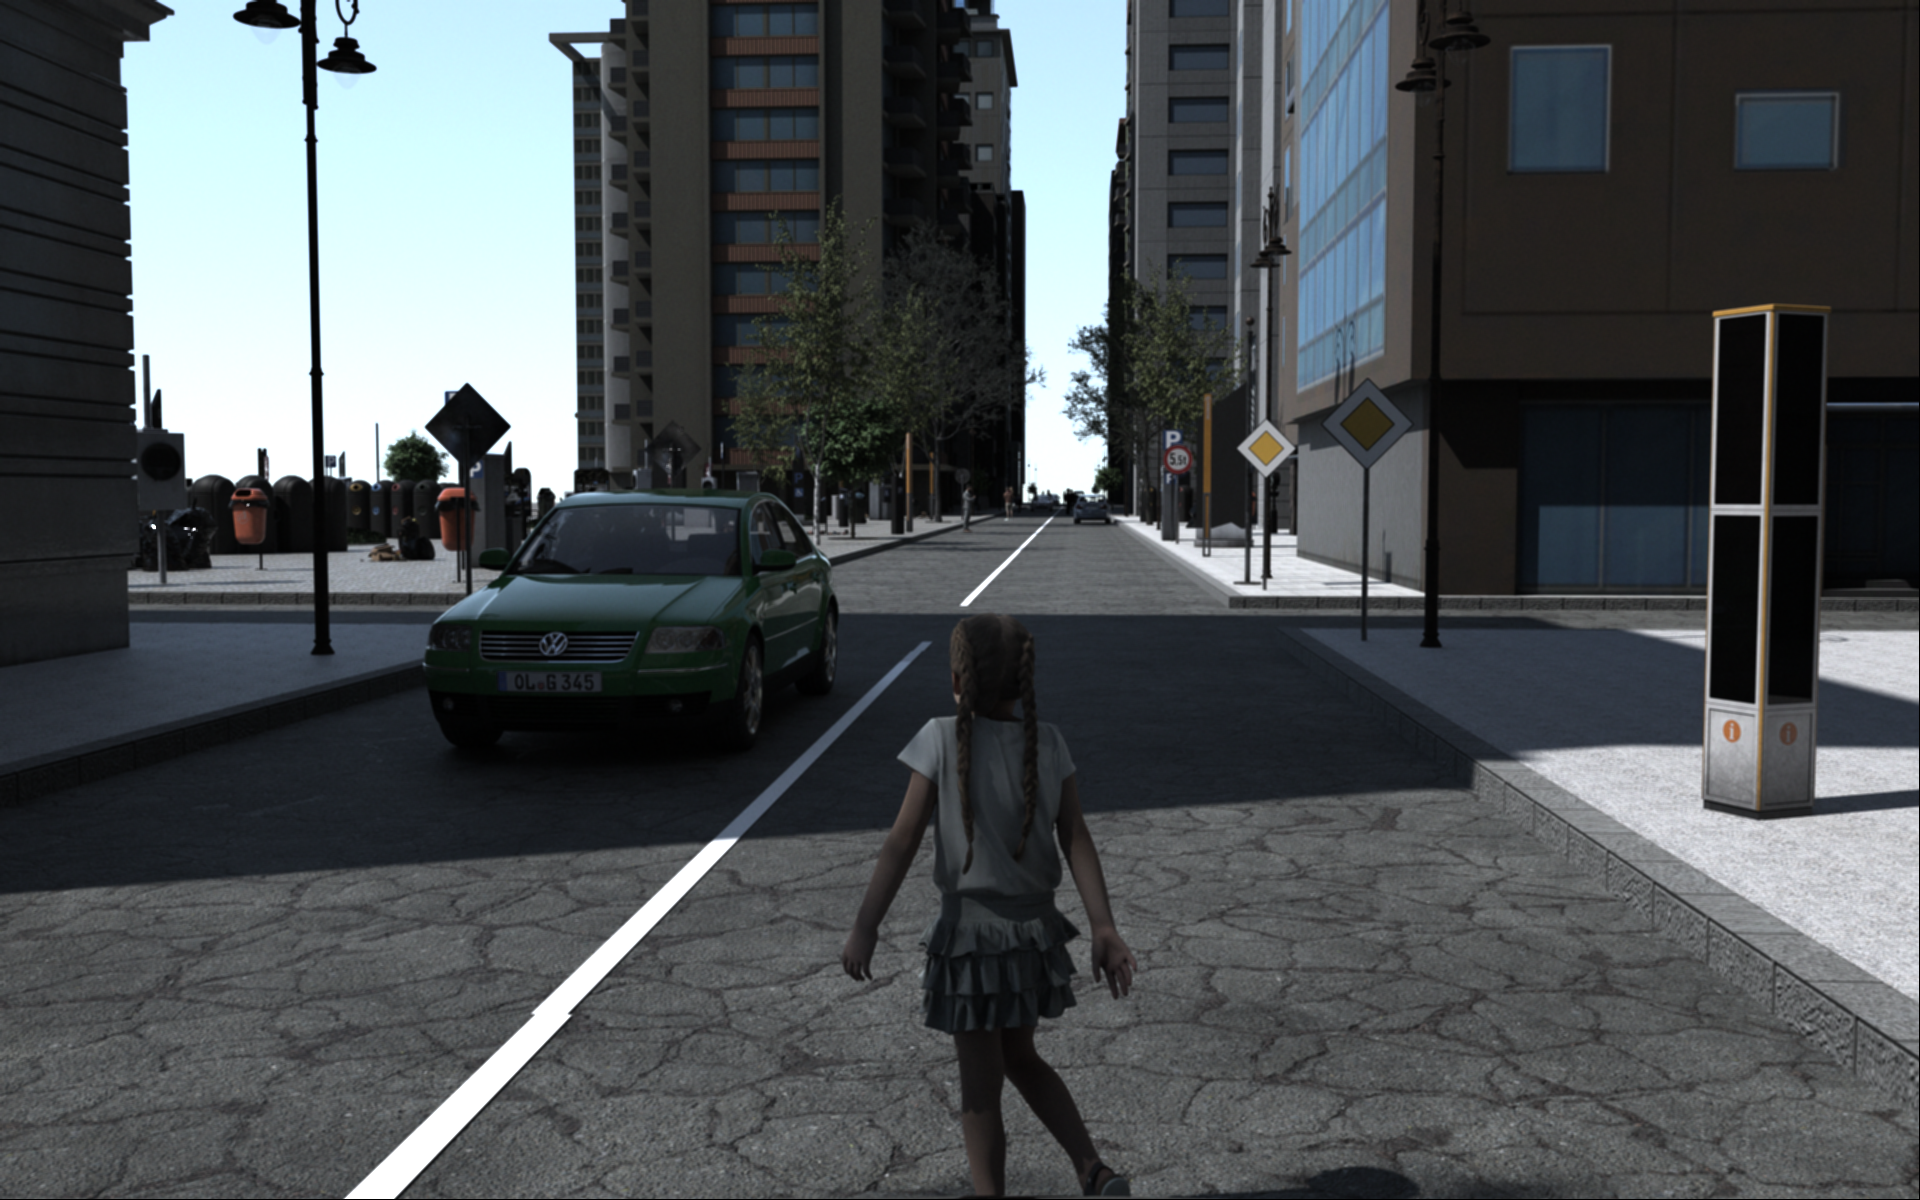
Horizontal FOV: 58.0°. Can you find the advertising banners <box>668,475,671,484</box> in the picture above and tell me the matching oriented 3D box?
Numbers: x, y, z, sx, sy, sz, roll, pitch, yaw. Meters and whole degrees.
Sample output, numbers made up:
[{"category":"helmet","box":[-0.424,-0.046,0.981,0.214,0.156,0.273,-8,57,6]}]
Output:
[{"category":"advertising banners","box":[-8.111,-3.126,47.297,0.090,3.025,2.074,-2,4,-24]}]

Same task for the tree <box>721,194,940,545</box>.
[{"category":"tree","box":[-3.532,-5.691,43.411,4.737,8.622,4.395,0,3,0]}]

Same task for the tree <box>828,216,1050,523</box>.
[{"category":"tree","box":[-1.127,-10.232,77.668,12.009,13.543,11.850,0,3,0]}]

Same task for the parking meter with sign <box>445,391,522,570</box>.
[{"category":"parking meter with sign","box":[-8.227,-2.070,30.098,0.543,3.016,1.738,1,4,14]}]

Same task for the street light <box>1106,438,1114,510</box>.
[{"category":"street light","box":[12.126,-10.098,137.888,0.468,5.910,1.993,0,4,4]}]

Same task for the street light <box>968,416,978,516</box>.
[{"category":"street light","box":[0.752,-7.802,100.349,0.468,5.910,1.993,0,4,4]}]

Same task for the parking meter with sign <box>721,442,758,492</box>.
[{"category":"parking meter with sign","box":[-7.206,-3.828,58.853,1.738,3.016,0.543,-1,4,-13]}]

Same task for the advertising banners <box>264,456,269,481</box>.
[{"category":"advertising banners","box":[-32.490,-5.152,80.421,0.090,3.025,2.074,-3,5,-44]}]

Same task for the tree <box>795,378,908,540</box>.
[{"category":"tree","box":[-3.107,-4.006,49.220,4.285,4.588,4.351,0,3,0]}]

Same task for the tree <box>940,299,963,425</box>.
[{"category":"tree","box":[-2.020,-6.779,61.205,4.737,8.622,4.395,0,3,0]}]

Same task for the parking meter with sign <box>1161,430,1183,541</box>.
[{"category":"parking meter with sign","box":[5.813,-3.155,47.850,0.543,3.016,1.738,0,4,3]}]

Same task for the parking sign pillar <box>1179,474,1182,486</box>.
[{"category":"parking sign pillar","box":[12.302,-6.656,97.292,1.447,3.967,1.447,-2,4,-30]}]

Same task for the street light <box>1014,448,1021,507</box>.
[{"category":"street light","box":[5.521,-12.169,171.751,0.468,5.910,1.993,0,4,4]}]

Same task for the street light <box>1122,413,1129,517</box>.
[{"category":"street light","box":[9.783,-7.924,102.342,0.468,5.910,1.993,0,4,4]}]

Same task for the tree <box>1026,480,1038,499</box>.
[{"category":"tree","box":[9.970,-14.914,238.441,1.663,3.219,1.824,0,3,0]}]

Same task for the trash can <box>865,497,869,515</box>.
[{"category":"trash can","box":[-5.031,-5.143,95.749,0.748,1.137,0.748,0,3,0]}]

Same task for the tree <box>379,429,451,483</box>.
[{"category":"tree","box":[-26.807,-6.187,84.866,4.285,4.588,4.351,0,3,0]}]

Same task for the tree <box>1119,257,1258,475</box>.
[{"category":"tree","box":[6.753,-6.319,53.685,4.737,8.622,4.395,0,3,0]}]

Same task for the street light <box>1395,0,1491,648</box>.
[{"category":"street light","box":[3.956,-2.544,14.375,0.468,5.910,1.993,0,4,4]}]

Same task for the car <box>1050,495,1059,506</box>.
[{"category":"car","box":[11.393,-12.425,215.513,2.083,1.381,4.827,0,4,5]}]

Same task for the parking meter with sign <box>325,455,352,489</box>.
[{"category":"parking meter with sign","box":[-27.616,-4.973,77.574,1.738,3.016,0.543,2,4,32]}]

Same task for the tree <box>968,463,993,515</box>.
[{"category":"tree","box":[1.256,-6.887,107.198,1.663,3.219,1.824,0,3,0]}]

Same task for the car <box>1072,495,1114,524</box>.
[{"category":"car","box":[6.454,-4.419,84.261,2.014,1.417,4.499,0,4,6]}]

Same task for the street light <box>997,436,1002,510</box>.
[{"category":"street light","box":[3.138,-9.995,136.208,0.468,5.910,1.993,0,4,4]}]

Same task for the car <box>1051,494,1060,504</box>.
[{"category":"car","box":[13.776,-14.906,255.505,2.131,1.459,4.920,0,4,2]}]

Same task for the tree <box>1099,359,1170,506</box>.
[{"category":"tree","box":[9.377,-8.608,91.100,4.360,8.622,3.978,0,3,0]}]

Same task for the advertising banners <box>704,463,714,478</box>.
[{"category":"advertising banners","box":[-14.859,-6.191,97.413,2.074,3.025,0.090,0,4,7]}]

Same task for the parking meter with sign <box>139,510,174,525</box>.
[{"category":"parking meter with sign","box":[-18.671,-2.632,39.293,1.738,3.016,0.543,-3,5,-40]}]

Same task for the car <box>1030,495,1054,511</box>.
[{"category":"car","box":[6.915,-8.207,146.546,2.083,1.381,4.827,0,4,3]}]

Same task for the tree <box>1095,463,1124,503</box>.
[{"category":"tree","box":[15.617,-12.132,182.070,4.285,4.588,4.351,0,3,0]}]

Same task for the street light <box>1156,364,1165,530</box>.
[{"category":"street light","box":[7.116,-5.448,61.860,0.468,5.910,1.993,0,4,4]}]

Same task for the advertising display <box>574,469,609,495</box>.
[{"category":"advertising display","box":[-9.663,-2.462,45.473,0.974,1.923,0.123,-3,5,-41]}]

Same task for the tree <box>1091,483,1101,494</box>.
[{"category":"tree","box":[20.013,-15.853,253.804,1.663,3.219,1.824,0,3,0]}]

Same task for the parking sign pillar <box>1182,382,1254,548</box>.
[{"category":"parking sign pillar","box":[6.391,-3.264,41.842,1.447,3.967,1.447,2,4,31]}]

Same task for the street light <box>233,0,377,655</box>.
[{"category":"street light","box":[-5.114,-2.503,13.719,0.468,5.910,1.993,0,4,4]}]

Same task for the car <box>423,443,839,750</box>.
[{"category":"car","box":[-1.911,-0.144,11.145,1.959,1.807,4.718,0,4,5]}]

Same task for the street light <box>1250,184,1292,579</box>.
[{"category":"street light","box":[4.672,-3.267,26.201,0.468,5.910,1.993,0,4,4]}]

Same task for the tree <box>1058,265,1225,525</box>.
[{"category":"tree","box":[7.499,-8.371,71.286,7.601,10.594,8.767,0,4,8]}]

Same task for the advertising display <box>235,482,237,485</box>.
[{"category":"advertising display","box":[-38.446,-5.380,93.175,0.974,1.923,0.123,-3,5,-39]}]

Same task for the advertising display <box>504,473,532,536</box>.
[{"category":"advertising display","box":[-13.623,-2.936,53.217,0.123,1.923,0.974,3,5,45]}]

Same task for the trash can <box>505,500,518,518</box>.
[{"category":"trash can","box":[-10.276,-1.658,38.763,0.748,1.137,0.748,0,3,0]}]

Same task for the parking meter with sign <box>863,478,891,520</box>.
[{"category":"parking meter with sign","box":[-4.079,-5.415,84.790,1.738,3.016,0.543,3,5,39]}]
